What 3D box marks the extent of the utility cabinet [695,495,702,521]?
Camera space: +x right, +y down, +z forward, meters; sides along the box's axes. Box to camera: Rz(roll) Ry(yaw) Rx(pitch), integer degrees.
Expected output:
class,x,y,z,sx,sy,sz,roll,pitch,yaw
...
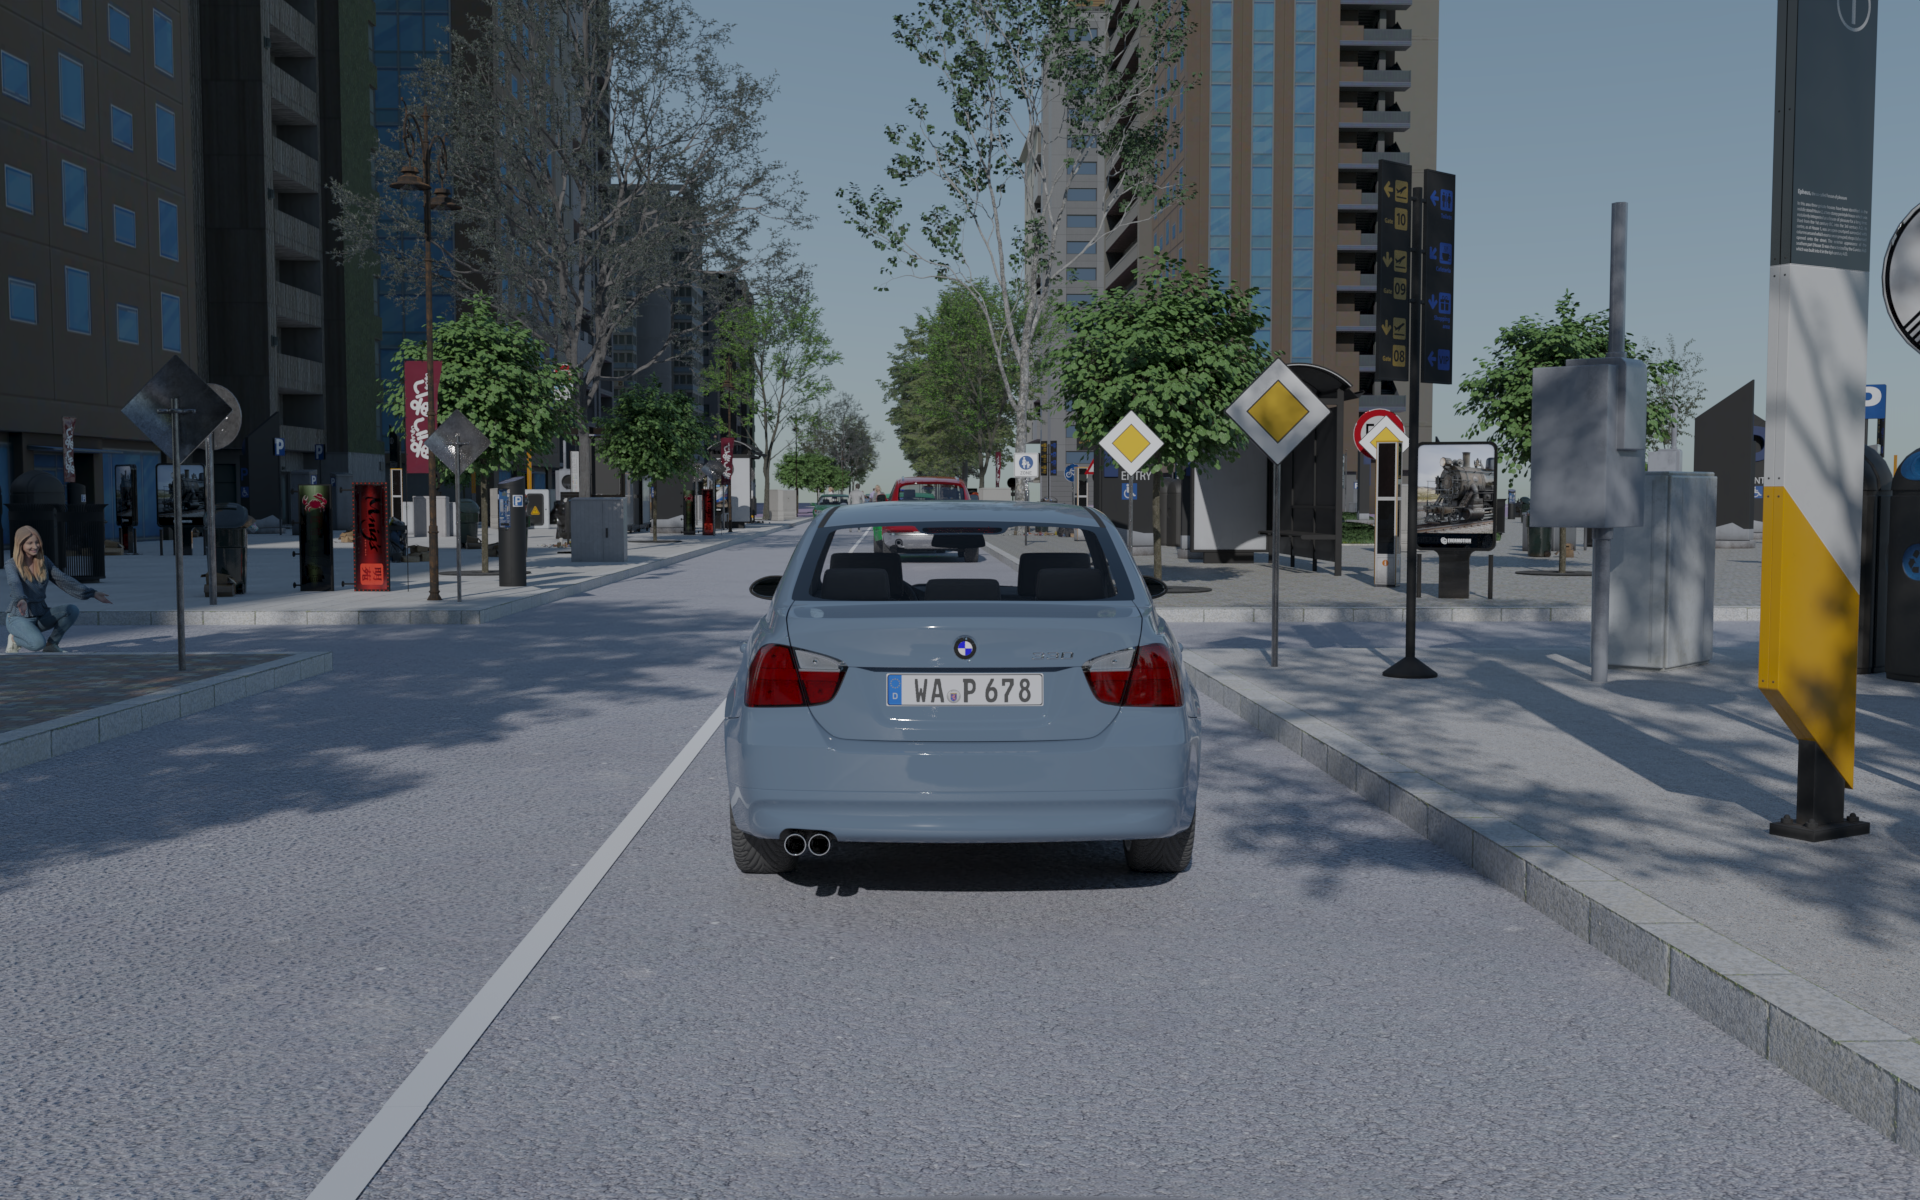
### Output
class,x,y,z,sx,sy,sz,roll,pitch,yaw
utility cabinet,-13.150,-4.696,87.935,0.306,1.237,1.020,1,4,17

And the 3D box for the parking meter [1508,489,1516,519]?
class,x,y,z,sx,sy,sz,roll,pitch,yaw
parking meter,28.000,-4.862,87.903,0.372,1.533,0.369,0,3,0

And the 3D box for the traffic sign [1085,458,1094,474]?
class,x,y,z,sx,sy,sz,roll,pitch,yaw
traffic sign,3.789,-2.845,46.514,0.884,2.594,0.081,0,4,3

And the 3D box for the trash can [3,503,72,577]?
class,x,y,z,sx,sy,sz,roll,pitch,yaw
trash can,-14.081,-0.895,26.285,0.748,1.137,0.748,0,3,0

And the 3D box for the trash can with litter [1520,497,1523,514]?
class,x,y,z,sx,sy,sz,roll,pitch,yaw
trash can with litter,25.213,-3.984,76.523,0.624,1.170,1.055,-1,4,-18

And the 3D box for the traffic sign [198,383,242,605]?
class,x,y,z,sx,sy,sz,roll,pitch,yaw
traffic sign,-8.652,-1.216,19.991,0.768,2.556,0.104,0,4,8

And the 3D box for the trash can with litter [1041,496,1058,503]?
class,x,y,z,sx,sy,sz,roll,pitch,yaw
trash can with litter,2.372,-2.620,53.893,2.233,1.210,1.678,0,4,-3

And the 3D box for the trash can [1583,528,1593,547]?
class,x,y,z,sx,sy,sz,roll,pitch,yaw
trash can,15.438,-1.854,41.962,0.748,1.137,0.748,0,3,0

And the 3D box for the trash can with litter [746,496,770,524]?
class,x,y,z,sx,sy,sz,roll,pitch,yaw
trash can with litter,-9.132,-3.952,75.677,1.678,1.210,2.233,0,4,-4

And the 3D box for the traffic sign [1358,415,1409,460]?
class,x,y,z,sx,sy,sz,roll,pitch,yaw
traffic sign,6.243,-1.485,25.465,0.795,2.450,0.064,0,4,3

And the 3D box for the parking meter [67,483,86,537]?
class,x,y,z,sx,sy,sz,roll,pitch,yaw
parking meter,-19.713,-1.850,38.663,0.372,1.533,0.369,0,3,0

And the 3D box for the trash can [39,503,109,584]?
class,x,y,z,sx,sy,sz,roll,pitch,yaw
trash can,-12.667,-0.814,24.962,0.748,1.137,0.748,0,3,0

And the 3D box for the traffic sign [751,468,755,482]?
class,x,y,z,sx,sy,sz,roll,pitch,yaw
traffic sign,-9.774,-4.851,79.416,0.768,2.556,0.104,0,4,7

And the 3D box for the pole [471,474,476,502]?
class,x,y,z,sx,sy,sz,roll,pitch,yaw
pole,-19.014,-4.515,67.658,0.158,3.312,0.155,0,3,0

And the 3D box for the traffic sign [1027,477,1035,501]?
class,x,y,z,sx,sy,sz,roll,pitch,yaw
traffic sign,2.826,-4.427,72.495,0.768,2.556,0.104,0,4,1

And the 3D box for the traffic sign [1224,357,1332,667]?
class,x,y,z,sx,sy,sz,roll,pitch,yaw
traffic sign,2.334,-0.560,12.803,0.795,2.450,0.064,0,4,-2

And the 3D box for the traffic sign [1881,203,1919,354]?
class,x,y,z,sx,sy,sz,roll,pitch,yaw
traffic sign,4.153,-0.432,7.173,0.768,2.556,0.104,0,4,0

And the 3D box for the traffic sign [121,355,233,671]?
class,x,y,z,sx,sy,sz,roll,pitch,yaw
traffic sign,-5.655,-0.544,12.536,0.795,2.450,0.064,0,4,-2

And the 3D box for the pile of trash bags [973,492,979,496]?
class,x,y,z,sx,sy,sz,roll,pitch,yaw
pile of trash bags,1.097,-4.849,89.031,1.912,1.369,3.447,1,4,10

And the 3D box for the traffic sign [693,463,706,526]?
class,x,y,z,sx,sy,sz,roll,pitch,yaw
traffic sign,-10.732,-4.308,70.541,0.768,2.556,0.104,0,4,3

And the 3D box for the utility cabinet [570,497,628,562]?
class,x,y,z,sx,sy,sz,roll,pitch,yaw
utility cabinet,-6.831,-1.322,32.777,1.020,1.237,0.306,0,4,6

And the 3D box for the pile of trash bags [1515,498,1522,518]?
class,x,y,z,sx,sy,sz,roll,pitch,yaw
pile of trash bags,31.835,-5.247,95.548,3.447,1.369,1.912,-3,5,-44

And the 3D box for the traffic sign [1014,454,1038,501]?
class,x,y,z,sx,sy,sz,roll,pitch,yaw
traffic sign,1.639,-2.503,43.046,0.606,2.300,0.079,0,4,4

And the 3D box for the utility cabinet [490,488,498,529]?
class,x,y,z,sx,sy,sz,roll,pitch,yaw
utility cabinet,-16.722,-3.334,63.197,0.318,1.500,1.173,-3,5,-44

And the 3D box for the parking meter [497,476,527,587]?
class,x,y,z,sx,sy,sz,roll,pitch,yaw
parking meter,-6.227,-0.958,24.074,0.372,1.533,0.369,0,3,0

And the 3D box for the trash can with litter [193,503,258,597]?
class,x,y,z,sx,sy,sz,roll,pitch,yaw
trash can with litter,-9.279,-0.647,21.972,0.624,1.170,1.055,-1,4,-17

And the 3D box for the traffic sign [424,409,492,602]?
class,x,y,z,sx,sy,sz,roll,pitch,yaw
traffic sign,-5.944,-1.032,20.516,0.795,2.450,0.064,0,4,-2

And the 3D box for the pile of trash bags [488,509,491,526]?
class,x,y,z,sx,sy,sz,roll,pitch,yaw
pile of trash bags,-17.309,-3.542,67.670,1.912,1.369,3.447,-2,4,-26

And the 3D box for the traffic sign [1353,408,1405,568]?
class,x,y,z,sx,sy,sz,roll,pitch,yaw
traffic sign,6.242,-1.576,25.879,0.768,2.556,0.104,0,4,2

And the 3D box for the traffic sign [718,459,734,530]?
class,x,y,z,sx,sy,sz,roll,pitch,yaw
traffic sign,-8.399,-3.753,61.470,0.768,2.556,0.104,0,4,-2

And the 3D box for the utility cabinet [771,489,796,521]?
class,x,y,z,sx,sy,sz,roll,pitch,yaw
utility cabinet,-8.818,-4.817,87.439,1.173,1.500,0.318,-3,5,-42

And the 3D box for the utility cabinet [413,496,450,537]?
class,x,y,z,sx,sy,sz,roll,pitch,yaw
utility cabinet,-15.839,-2.492,51.904,1.020,1.237,0.306,0,4,6

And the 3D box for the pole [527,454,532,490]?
class,x,y,z,sx,sy,sz,roll,pitch,yaw
pole,-16.091,-4.336,64.744,0.158,3.312,0.155,0,3,0

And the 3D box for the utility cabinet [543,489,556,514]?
class,x,y,z,sx,sy,sz,roll,pitch,yaw
utility cabinet,-19.097,-4.370,80.127,0.318,1.500,1.173,-3,4,-39

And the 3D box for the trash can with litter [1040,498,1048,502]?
class,x,y,z,sx,sy,sz,roll,pitch,yaw
trash can with litter,2.498,-2.851,57.993,1.055,1.170,0.624,0,4,3

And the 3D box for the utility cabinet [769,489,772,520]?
class,x,y,z,sx,sy,sz,roll,pitch,yaw
utility cabinet,-10.149,-5.213,93.918,0.318,1.500,1.173,0,4,5

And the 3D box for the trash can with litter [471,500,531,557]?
class,x,y,z,sx,sy,sz,roll,pitch,yaw
trash can with litter,-9.267,-1.459,35.242,1.055,1.170,0.624,1,4,22

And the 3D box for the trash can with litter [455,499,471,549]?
class,x,y,z,sx,sy,sz,roll,pitch,yaw
trash can with litter,-11.441,-1.789,40.630,0.624,1.170,1.055,-2,4,-32

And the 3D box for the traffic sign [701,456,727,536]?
class,x,y,z,sx,sy,sz,roll,pitch,yaw
traffic sign,-7.465,-3.141,52.538,0.795,2.450,0.064,0,4,1

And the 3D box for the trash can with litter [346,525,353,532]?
class,x,y,z,sx,sy,sz,roll,pitch,yaw
trash can with litter,-18.912,-2.665,54.954,1.055,1.170,0.624,-3,4,-39

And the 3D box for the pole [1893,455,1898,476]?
class,x,y,z,sx,sy,sz,roll,pitch,yaw
pole,48.703,-5.895,90.234,0.158,3.312,0.155,0,3,0

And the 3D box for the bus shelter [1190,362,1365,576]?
class,x,y,z,sx,sy,sz,roll,pitch,yaw
bus shelter,5.123,-2.172,29.436,2.014,3.302,5.546,0,4,-2

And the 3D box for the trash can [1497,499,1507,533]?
class,x,y,z,sx,sy,sz,roll,pitch,yaw
trash can,16.834,-2.620,54.488,0.748,1.137,0.748,0,3,0

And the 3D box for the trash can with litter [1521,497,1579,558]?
class,x,y,z,sx,sy,sz,roll,pitch,yaw
trash can with litter,12.036,-1.457,35.207,1.055,1.170,0.624,1,4,15

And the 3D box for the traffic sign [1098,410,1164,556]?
class,x,y,z,sx,sy,sz,roll,pitch,yaw
traffic sign,2.046,-1.048,20.783,0.795,2.450,0.064,0,4,-2

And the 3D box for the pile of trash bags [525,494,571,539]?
class,x,y,z,sx,sy,sz,roll,pitch,yaw
pile of trash bags,-11.393,-2.461,49.993,3.447,1.369,1.912,0,4,2

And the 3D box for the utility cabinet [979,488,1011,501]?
class,x,y,z,sx,sy,sz,roll,pitch,yaw
utility cabinet,1.214,-3.200,60.993,1.173,1.500,0.318,-2,4,-32

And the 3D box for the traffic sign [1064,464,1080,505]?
class,x,y,z,sx,sy,sz,roll,pitch,yaw
traffic sign,4.788,-4.477,73.307,0.768,2.556,0.104,0,4,4

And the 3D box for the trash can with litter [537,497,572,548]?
class,x,y,z,sx,sy,sz,roll,pitch,yaw
trash can with litter,-9.672,-1.900,42.125,1.678,1.210,2.233,0,4,0

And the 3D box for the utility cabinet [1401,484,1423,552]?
class,x,y,z,sx,sy,sz,roll,pitch,yaw
utility cabinet,9.756,-1.804,38.180,1.173,1.500,0.318,-1,4,-16

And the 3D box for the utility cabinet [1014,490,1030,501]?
class,x,y,z,sx,sy,sz,roll,pitch,yaw
utility cabinet,3.349,-5.210,93.861,0.318,1.500,1.173,2,4,31
